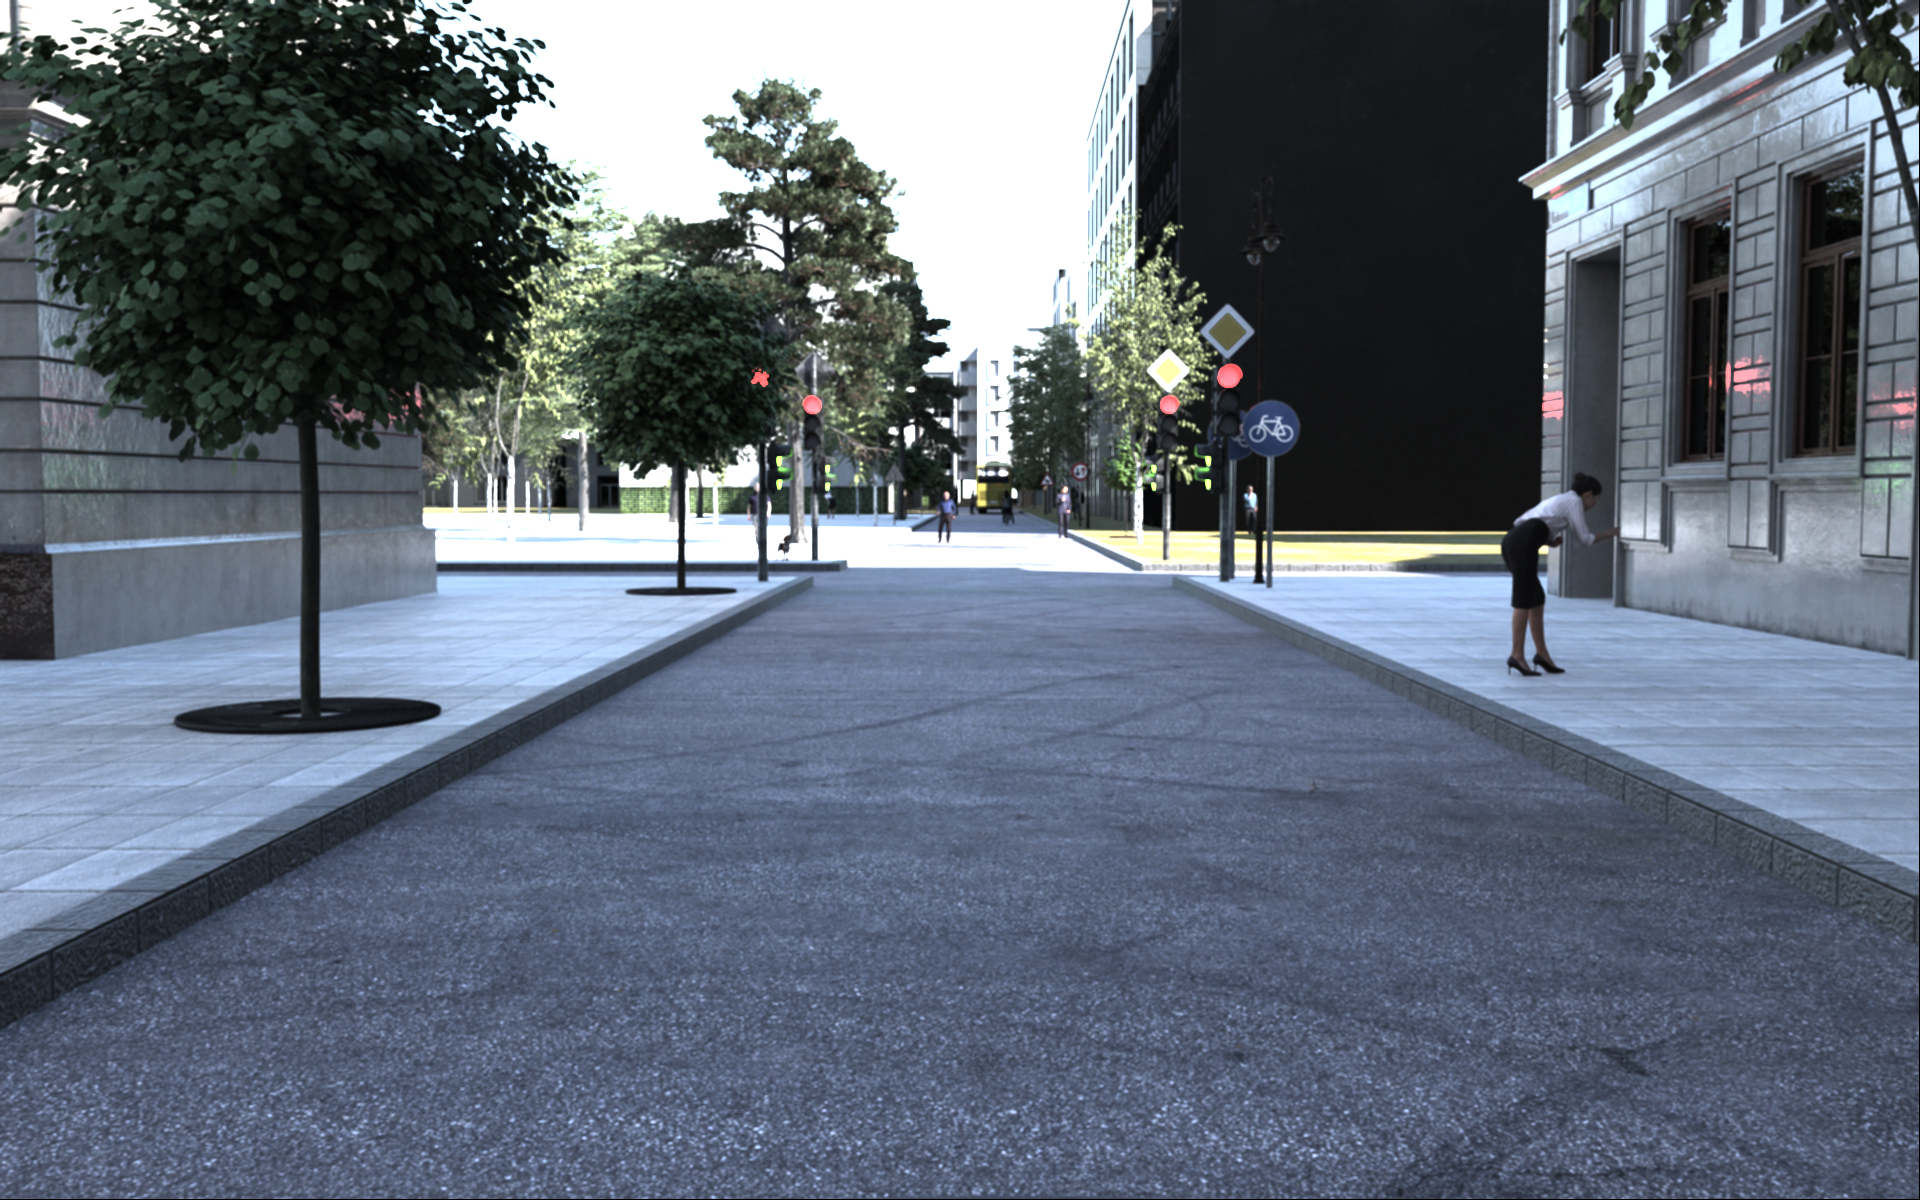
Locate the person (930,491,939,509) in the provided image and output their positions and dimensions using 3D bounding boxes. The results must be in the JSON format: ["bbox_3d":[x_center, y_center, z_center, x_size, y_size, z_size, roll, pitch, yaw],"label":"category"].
[{"bbox_3d":[-2.185,-8.780,150.397,0.742,1.727,0.445,-2,4,-24],"label":"person"}]

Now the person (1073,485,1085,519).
[{"bbox_3d":[6.052,-4.962,87.986,0.431,1.722,0.655,3,5,43],"label":"person"}]

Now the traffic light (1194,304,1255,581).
[{"bbox_3d":[3.871,-2.209,25.365,0.839,4.213,0.868,0,4,1],"label":"traffic light"}]

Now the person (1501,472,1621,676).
[{"bbox_3d":[4.233,-0.188,12.311,0.628,1.438,0.799,3,5,44],"label":"person"}]

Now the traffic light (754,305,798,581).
[{"bbox_3d":[-2.890,-2.213,25.432,0.839,4.213,0.868,0,4,1],"label":"traffic light"}]

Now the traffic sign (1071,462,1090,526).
[{"bbox_3d":[4.772,-4.190,68.612,0.768,2.556,0.104,0,4,5],"label":"traffic sign"}]

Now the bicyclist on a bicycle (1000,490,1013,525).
[{"bbox_3d":[2.148,-4.262,79.700,1.499,1.676,1.625,0,4,1],"label":"bicyclist on a bicycle"}]

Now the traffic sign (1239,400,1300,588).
[{"bbox_3d":[4.237,-1.440,23.652,0.768,2.556,0.104,0,4,8],"label":"traffic sign"}]

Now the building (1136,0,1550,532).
[{"bbox_3d":[13.612,-14.450,65.932,12.332,23.373,15.834,0,4,1],"label":"building"}]

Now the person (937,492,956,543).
[{"bbox_3d":[-0.481,-2.398,50.396,0.574,1.496,0.600,2,4,31],"label":"person"}]

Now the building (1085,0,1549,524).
[{"bbox_3d":[17.293,-17.541,91.308,19.350,26.468,34.151,0,4,1],"label":"building"}]

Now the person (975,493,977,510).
[{"bbox_3d":[1.681,-8.881,153.564,0.599,1.838,0.709,-3,5,-42],"label":"person"}]

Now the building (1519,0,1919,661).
[{"bbox_3d":[12.374,-10.742,11.790,11.583,22.565,21.152,0,4,1],"label":"building"}]

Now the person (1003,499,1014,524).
[{"bbox_3d":[2.413,-4.474,84.344,0.574,1.496,0.600,1,4,15],"label":"person"}]

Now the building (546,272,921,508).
[{"bbox_3d":[-20.340,-19.894,169.233,32.646,21.610,27.936,0,4,1],"label":"building"}]

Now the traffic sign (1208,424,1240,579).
[{"bbox_3d":[4.113,-1.591,26.115,0.768,2.556,0.104,0,4,8],"label":"traffic sign"}]

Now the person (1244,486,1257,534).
[{"bbox_3d":[9.351,-2.894,55.565,0.499,1.552,0.429,1,4,8],"label":"person"}]

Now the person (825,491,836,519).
[{"bbox_3d":[-6.840,-4.985,90.730,0.799,1.438,0.628,1,4,19],"label":"person"}]

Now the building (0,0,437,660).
[{"bbox_3d":[-15.999,-9.356,17.600,19.286,19.102,10.561,0,4,1],"label":"building"}]

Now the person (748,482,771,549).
[{"bbox_3d":[-4.639,-1.979,40.611,0.569,1.553,0.471,2,4,32],"label":"person"}]

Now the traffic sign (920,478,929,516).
[{"bbox_3d":[-2.198,-6.061,99.099,0.884,2.594,0.081,0,4,4],"label":"traffic sign"}]

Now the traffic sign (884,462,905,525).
[{"bbox_3d":[-2.687,-4.333,70.847,0.884,2.594,0.081,1,4,10],"label":"traffic sign"}]

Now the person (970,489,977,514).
[{"bbox_3d":[1.028,-6.906,121.947,0.750,1.759,0.617,3,4,36],"label":"person"}]

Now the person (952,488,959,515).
[{"bbox_3d":[-0.303,-6.696,117.991,0.705,1.822,1.348,1,4,19],"label":"person"}]

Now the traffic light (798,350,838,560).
[{"bbox_3d":[-2.791,-2.702,33.416,0.839,4.213,0.868,0,4,1],"label":"traffic light"}]

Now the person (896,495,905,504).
[{"bbox_3d":[-3.586,-5.862,104.089,0.569,1.553,0.471,0,4,-3],"label":"person"}]

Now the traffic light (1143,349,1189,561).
[{"bbox_3d":[3.970,-2.698,33.349,0.839,4.213,0.868,0,4,1],"label":"traffic light"}]

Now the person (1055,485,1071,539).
[{"bbox_3d":[3.321,-2.830,55.688,0.541,1.710,0.530,-1,4,-10],"label":"person"}]

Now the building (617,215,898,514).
[{"bbox_3d":[-13.162,-15.858,125.733,16.747,18.905,31.486,0,4,1],"label":"building"}]

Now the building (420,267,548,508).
[{"bbox_3d":[-54.266,-19.956,170.255,32.646,21.610,27.936,0,4,1],"label":"building"}]

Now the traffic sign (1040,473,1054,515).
[{"bbox_3d":[5.218,-6.343,103.708,0.884,2.594,0.081,1,4,10],"label":"traffic sign"}]
